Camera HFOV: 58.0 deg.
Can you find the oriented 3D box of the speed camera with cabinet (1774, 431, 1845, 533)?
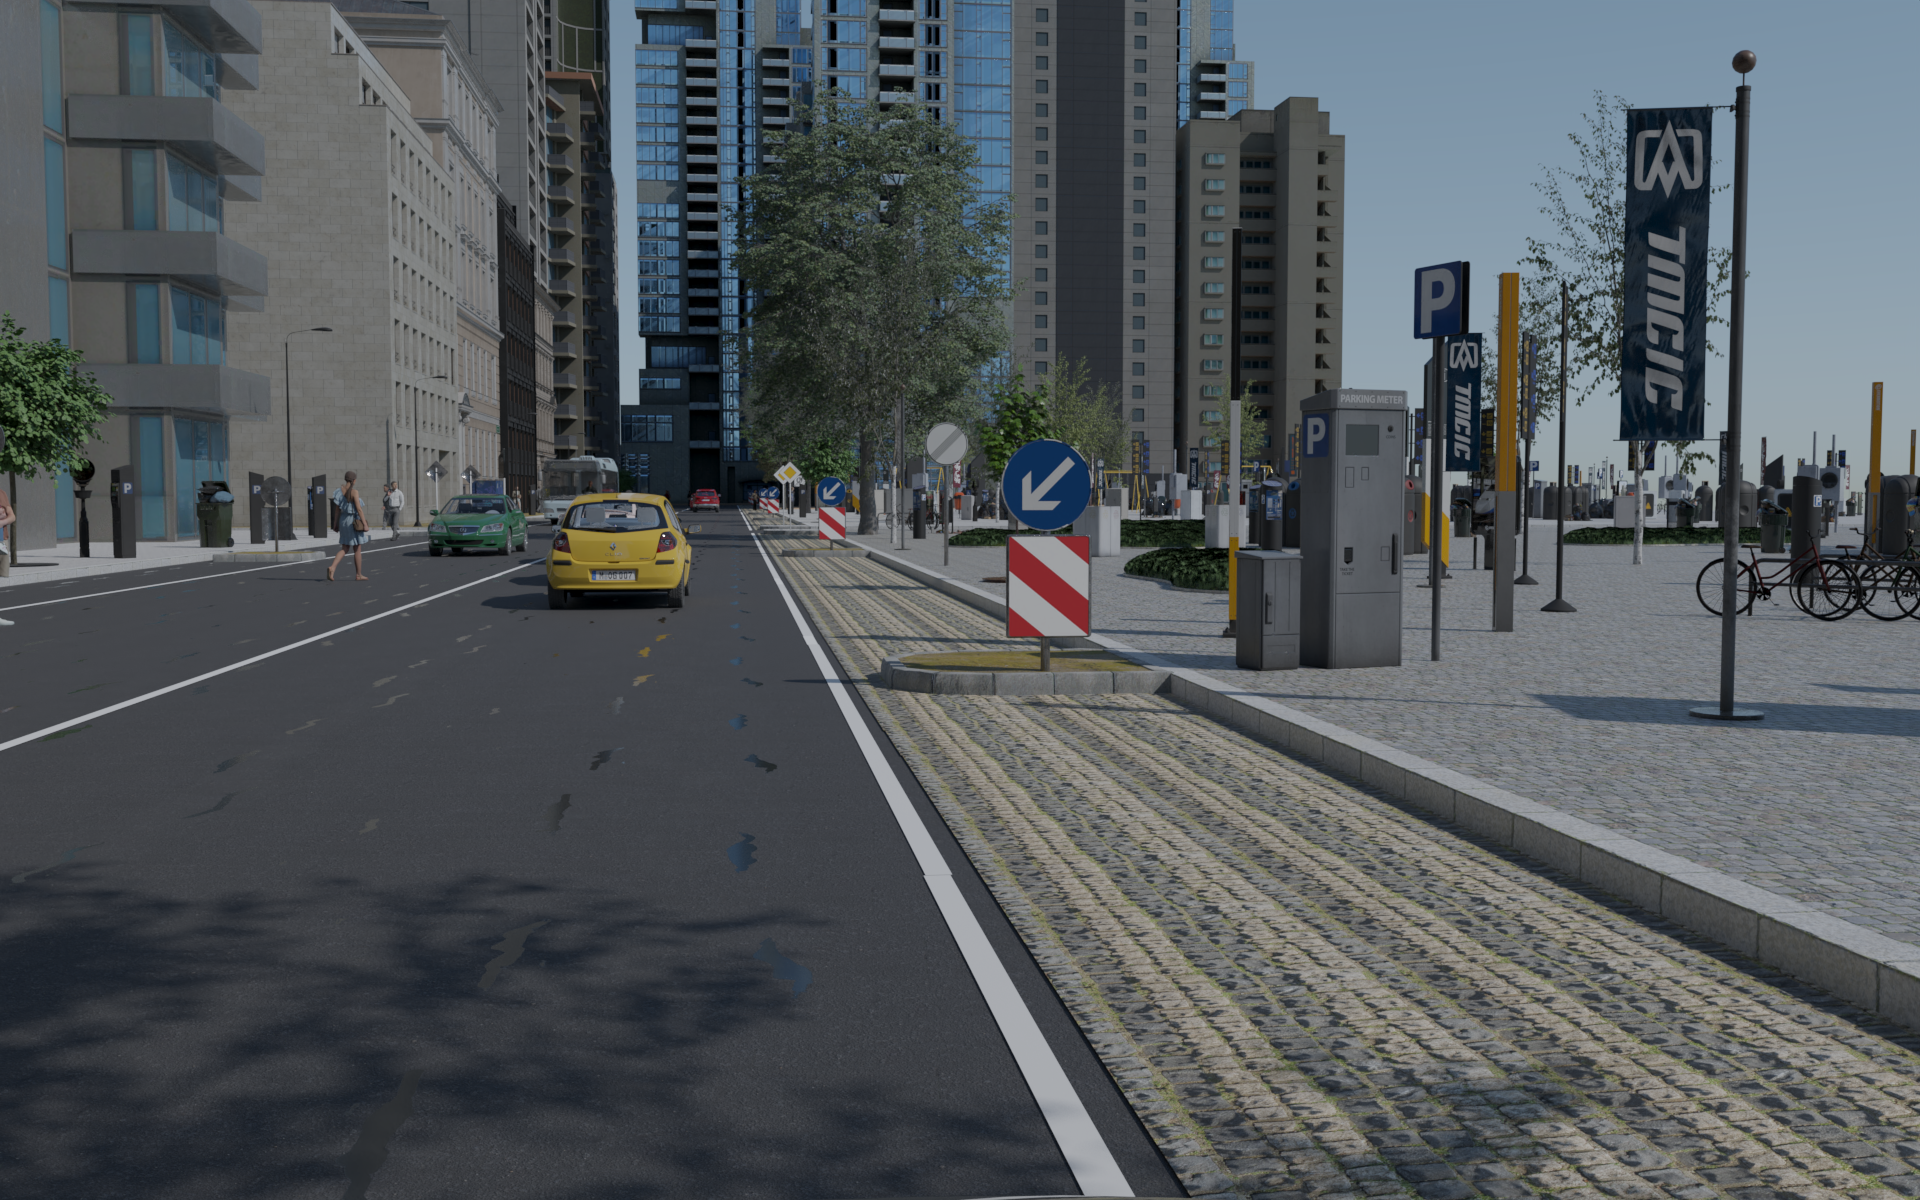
[{"bbox_3d":[28.332,-3.882,57.811,2.038,3.252,0.660,3,5,40],"label":"speed camera with cabinet"}]

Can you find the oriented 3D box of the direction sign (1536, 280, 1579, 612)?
[{"bbox_3d":[6.552,-1.642,18.848,0.379,3.537,0.876,1,4,21],"label":"direction sign"}]

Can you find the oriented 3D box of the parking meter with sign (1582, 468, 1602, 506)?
[{"bbox_3d":[42.870,-7.465,118.317,1.738,3.016,0.543,3,5,40],"label":"parking meter with sign"}]

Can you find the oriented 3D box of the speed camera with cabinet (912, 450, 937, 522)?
[{"bbox_3d":[-1.593,-5.105,77.805,0.660,3.252,2.038,1,4,16],"label":"speed camera with cabinet"}]

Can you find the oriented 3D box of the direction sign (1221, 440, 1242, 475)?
[{"bbox_3d":[11.395,-4.940,72.766,0.876,3.537,0.379,0,4,3],"label":"direction sign"}]

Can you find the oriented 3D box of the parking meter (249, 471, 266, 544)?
[{"bbox_3d":[-18.039,-2.373,44.504,0.399,1.863,0.255,-1,4,-23],"label":"parking meter"}]

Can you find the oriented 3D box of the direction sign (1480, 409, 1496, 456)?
[{"bbox_3d":[14.224,-3.297,45.895,0.876,3.537,0.379,2,4,28],"label":"direction sign"}]

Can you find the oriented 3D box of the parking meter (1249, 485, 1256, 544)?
[{"bbox_3d":[7.626,-2.213,44.593,0.372,1.533,0.369,0,3,0],"label":"parking meter"}]

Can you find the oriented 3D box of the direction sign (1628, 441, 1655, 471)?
[{"bbox_3d":[22.862,-4.046,58.154,0.876,3.537,0.379,3,5,40],"label":"direction sign"}]

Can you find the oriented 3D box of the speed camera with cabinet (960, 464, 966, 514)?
[{"bbox_3d":[0.366,-7.312,113.885,0.660,3.252,2.038,0,4,8],"label":"speed camera with cabinet"}]

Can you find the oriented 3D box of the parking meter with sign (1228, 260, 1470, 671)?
[{"bbox_3d":[2.900,-1.017,12.897,1.738,3.016,0.543,-2,4,-24],"label":"parking meter with sign"}]

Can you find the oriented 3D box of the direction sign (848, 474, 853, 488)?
[{"bbox_3d":[-7.978,-8.205,126.146,0.379,3.537,0.876,2,4,26],"label":"direction sign"}]

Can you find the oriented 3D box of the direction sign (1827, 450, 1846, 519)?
[{"bbox_3d":[45.022,-5.937,89.066,0.876,3.537,0.379,2,4,24],"label":"direction sign"}]

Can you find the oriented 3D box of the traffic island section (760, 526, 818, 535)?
[{"bbox_3d":[-6.030,-2.430,62.013,2.009,0.180,2.903,0,4,-7],"label":"traffic island section"}]

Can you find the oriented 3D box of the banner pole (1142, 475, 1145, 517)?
[{"bbox_3d":[10.172,-6.480,95.967,0.401,3.779,0.863,1,4,22],"label":"banner pole"}]

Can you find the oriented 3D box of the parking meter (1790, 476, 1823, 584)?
[{"bbox_3d":[11.765,-0.959,24.084,0.372,1.533,0.369,0,3,0],"label":"parking meter"}]

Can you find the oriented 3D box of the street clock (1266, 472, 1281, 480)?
[{"bbox_3d":[10.527,-3.280,58.204,0.471,2.002,0.358,-2,4,-29],"label":"street clock"}]

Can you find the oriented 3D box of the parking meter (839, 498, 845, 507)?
[{"bbox_3d":[-7.088,-6.008,103.948,0.255,1.863,0.399,3,4,37],"label":"parking meter"}]

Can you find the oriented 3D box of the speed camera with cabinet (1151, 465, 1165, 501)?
[{"bbox_3d":[13.764,-7.715,120.474,0.660,3.252,2.038,0,4,-5],"label":"speed camera with cabinet"}]

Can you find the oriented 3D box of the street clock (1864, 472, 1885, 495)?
[{"bbox_3d":[28.803,-3.055,54.515,0.471,2.002,0.358,1,4,9],"label":"street clock"}]

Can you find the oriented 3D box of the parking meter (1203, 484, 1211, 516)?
[{"bbox_3d":[14.462,-5.853,101.402,0.399,1.863,0.255,-1,4,-20],"label":"parking meter"}]

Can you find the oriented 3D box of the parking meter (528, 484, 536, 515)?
[{"bbox_3d":[-26.003,-6.084,105.179,0.255,1.863,0.399,3,5,42],"label":"parking meter"}]

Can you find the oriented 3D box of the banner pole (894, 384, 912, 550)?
[{"bbox_3d":[-1.368,-3.049,39.862,0.401,3.779,0.863,-1,4,-15],"label":"banner pole"}]

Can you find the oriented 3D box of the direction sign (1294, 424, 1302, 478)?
[{"bbox_3d":[10.972,-3.918,56.057,0.379,3.537,0.876,2,4,30],"label":"direction sign"}]

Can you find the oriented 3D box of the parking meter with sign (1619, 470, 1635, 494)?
[{"bbox_3d":[48.868,-7.932,125.949,1.738,3.016,0.543,3,5,43],"label":"parking meter with sign"}]

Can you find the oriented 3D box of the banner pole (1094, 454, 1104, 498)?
[{"bbox_3d":[8.568,-7.173,107.301,0.863,3.779,0.401,-1,4,-23],"label":"banner pole"}]

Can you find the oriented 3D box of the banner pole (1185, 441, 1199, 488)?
[{"bbox_3d":[10.957,-5.640,82.227,0.863,3.779,0.401,2,4,34],"label":"banner pole"}]

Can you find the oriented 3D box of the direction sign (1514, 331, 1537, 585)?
[{"bbox_3d":[8.031,-1.989,24.522,0.379,3.537,0.876,2,4,29],"label":"direction sign"}]

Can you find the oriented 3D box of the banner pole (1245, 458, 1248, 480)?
[{"bbox_3d":[18.194,-7.344,110.083,0.401,3.779,0.863,0,4,-2],"label":"banner pole"}]

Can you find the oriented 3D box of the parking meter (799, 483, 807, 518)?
[{"bbox_3d":[-8.531,-5.413,94.206,0.399,1.863,0.255,-1,4,-9],"label":"parking meter"}]

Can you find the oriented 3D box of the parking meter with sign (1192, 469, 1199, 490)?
[{"bbox_3d":[16.210,-7.510,119.048,0.543,3.016,1.738,1,4,14],"label":"parking meter with sign"}]

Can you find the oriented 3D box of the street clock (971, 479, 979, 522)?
[{"bbox_3d":[0.703,-4.663,80.813,0.358,2.002,0.471,-2,4,-24],"label":"street clock"}]

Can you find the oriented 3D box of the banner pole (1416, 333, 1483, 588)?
[{"bbox_3d":[6.714,-2.060,23.694,0.863,3.779,0.401,0,4,6],"label":"banner pole"}]

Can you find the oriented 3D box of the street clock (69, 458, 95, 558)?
[{"bbox_3d":[-17.663,-1.855,34.895,0.471,2.002,0.358,-2,4,-26],"label":"street clock"}]

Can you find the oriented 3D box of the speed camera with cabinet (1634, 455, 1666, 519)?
[{"bbox_3d":[35.448,-5.747,88.296,2.038,3.252,0.660,-1,4,-12],"label":"speed camera with cabinet"}]

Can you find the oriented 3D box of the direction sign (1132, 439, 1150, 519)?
[{"bbox_3d":[7.520,-4.897,72.061,0.876,3.537,0.379,-2,4,-31],"label":"direction sign"}]

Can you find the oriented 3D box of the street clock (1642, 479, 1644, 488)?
[{"bbox_3d":[33.530,-4.946,85.444,0.358,2.002,0.471,3,5,40],"label":"street clock"}]

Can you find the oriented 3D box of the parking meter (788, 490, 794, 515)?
[{"bbox_3d":[-10.632,-6.138,108.775,0.372,1.533,0.369,0,3,0],"label":"parking meter"}]

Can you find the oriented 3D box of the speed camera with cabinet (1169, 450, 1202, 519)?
[{"bbox_3d":[9.951,-5.017,76.368,0.660,3.252,2.038,-1,4,-20],"label":"speed camera with cabinet"}]

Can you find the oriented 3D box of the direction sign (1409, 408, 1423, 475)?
[{"bbox_3d":[11.870,-3.279,45.607,0.876,3.537,0.379,-1,4,-11],"label":"direction sign"}]

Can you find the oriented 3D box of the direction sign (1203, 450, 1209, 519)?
[{"bbox_3d":[12.743,-5.962,89.482,0.379,3.537,0.876,1,4,21],"label":"direction sign"}]

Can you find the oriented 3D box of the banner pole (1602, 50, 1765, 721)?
[{"bbox_3d":[4.196,-1.217,9.916,0.863,3.779,0.401,1,4,9],"label":"banner pole"}]

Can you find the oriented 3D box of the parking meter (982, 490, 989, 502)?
[{"bbox_3d":[1.454,-5.561,99.338,0.372,1.533,0.369,0,3,0],"label":"parking meter"}]

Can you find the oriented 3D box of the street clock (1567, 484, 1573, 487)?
[{"bbox_3d":[42.096,-7.034,119.577,0.358,2.002,0.471,0,4,0],"label":"street clock"}]

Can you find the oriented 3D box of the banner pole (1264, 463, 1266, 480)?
[{"bbox_3d":[24.613,-9.162,139.812,0.401,3.779,0.863,1,4,20],"label":"banner pole"}]

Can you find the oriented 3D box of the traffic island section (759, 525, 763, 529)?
[{"bbox_3d":[-7.076,-2.914,69.930,2.009,0.180,2.903,0,4,-7],"label":"traffic island section"}]

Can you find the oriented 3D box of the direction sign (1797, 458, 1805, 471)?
[{"bbox_3d":[53.104,-7.181,109.405,0.876,3.537,0.379,-3,4,-37],"label":"direction sign"}]

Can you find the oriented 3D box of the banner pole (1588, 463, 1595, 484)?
[{"bbox_3d":[51.551,-9.254,141.320,0.863,3.779,0.401,-2,4,-25],"label":"banner pole"}]

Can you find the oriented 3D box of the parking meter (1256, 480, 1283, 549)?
[{"bbox_3d":[5.639,-1.401,31.311,0.372,1.533,0.369,0,3,0],"label":"parking meter"}]

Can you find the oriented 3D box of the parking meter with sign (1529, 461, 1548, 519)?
[{"bbox_3d":[30.597,-5.805,91.179,1.738,3.016,0.543,-3,5,-44],"label":"parking meter with sign"}]

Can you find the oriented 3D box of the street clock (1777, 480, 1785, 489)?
[{"bbox_3d":[41.532,-5.084,87.691,0.358,2.002,0.471,0,4,6],"label":"street clock"}]

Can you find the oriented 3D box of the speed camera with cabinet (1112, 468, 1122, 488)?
[{"bbox_3d":[12.211,-8.452,132.520,0.660,3.252,2.038,2,4,24],"label":"speed camera with cabinet"}]

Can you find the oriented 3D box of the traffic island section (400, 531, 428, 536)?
[{"bbox_3d":[-18.267,-2.332,60.408,2.009,0.180,2.903,0,4,-7],"label":"traffic island section"}]

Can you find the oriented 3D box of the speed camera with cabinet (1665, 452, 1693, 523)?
[{"bbox_3d":[32.634,-5.155,78.616,0.660,3.252,2.038,2,4,30],"label":"speed camera with cabinet"}]

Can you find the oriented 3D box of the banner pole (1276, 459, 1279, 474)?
[{"bbox_3d":[22.525,-8.132,122.968,0.401,3.779,0.863,0,4,-1],"label":"banner pole"}]

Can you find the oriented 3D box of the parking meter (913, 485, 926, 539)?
[{"bbox_3d":[-1.161,-2.516,49.551,0.372,1.533,0.369,0,3,0],"label":"parking meter"}]
